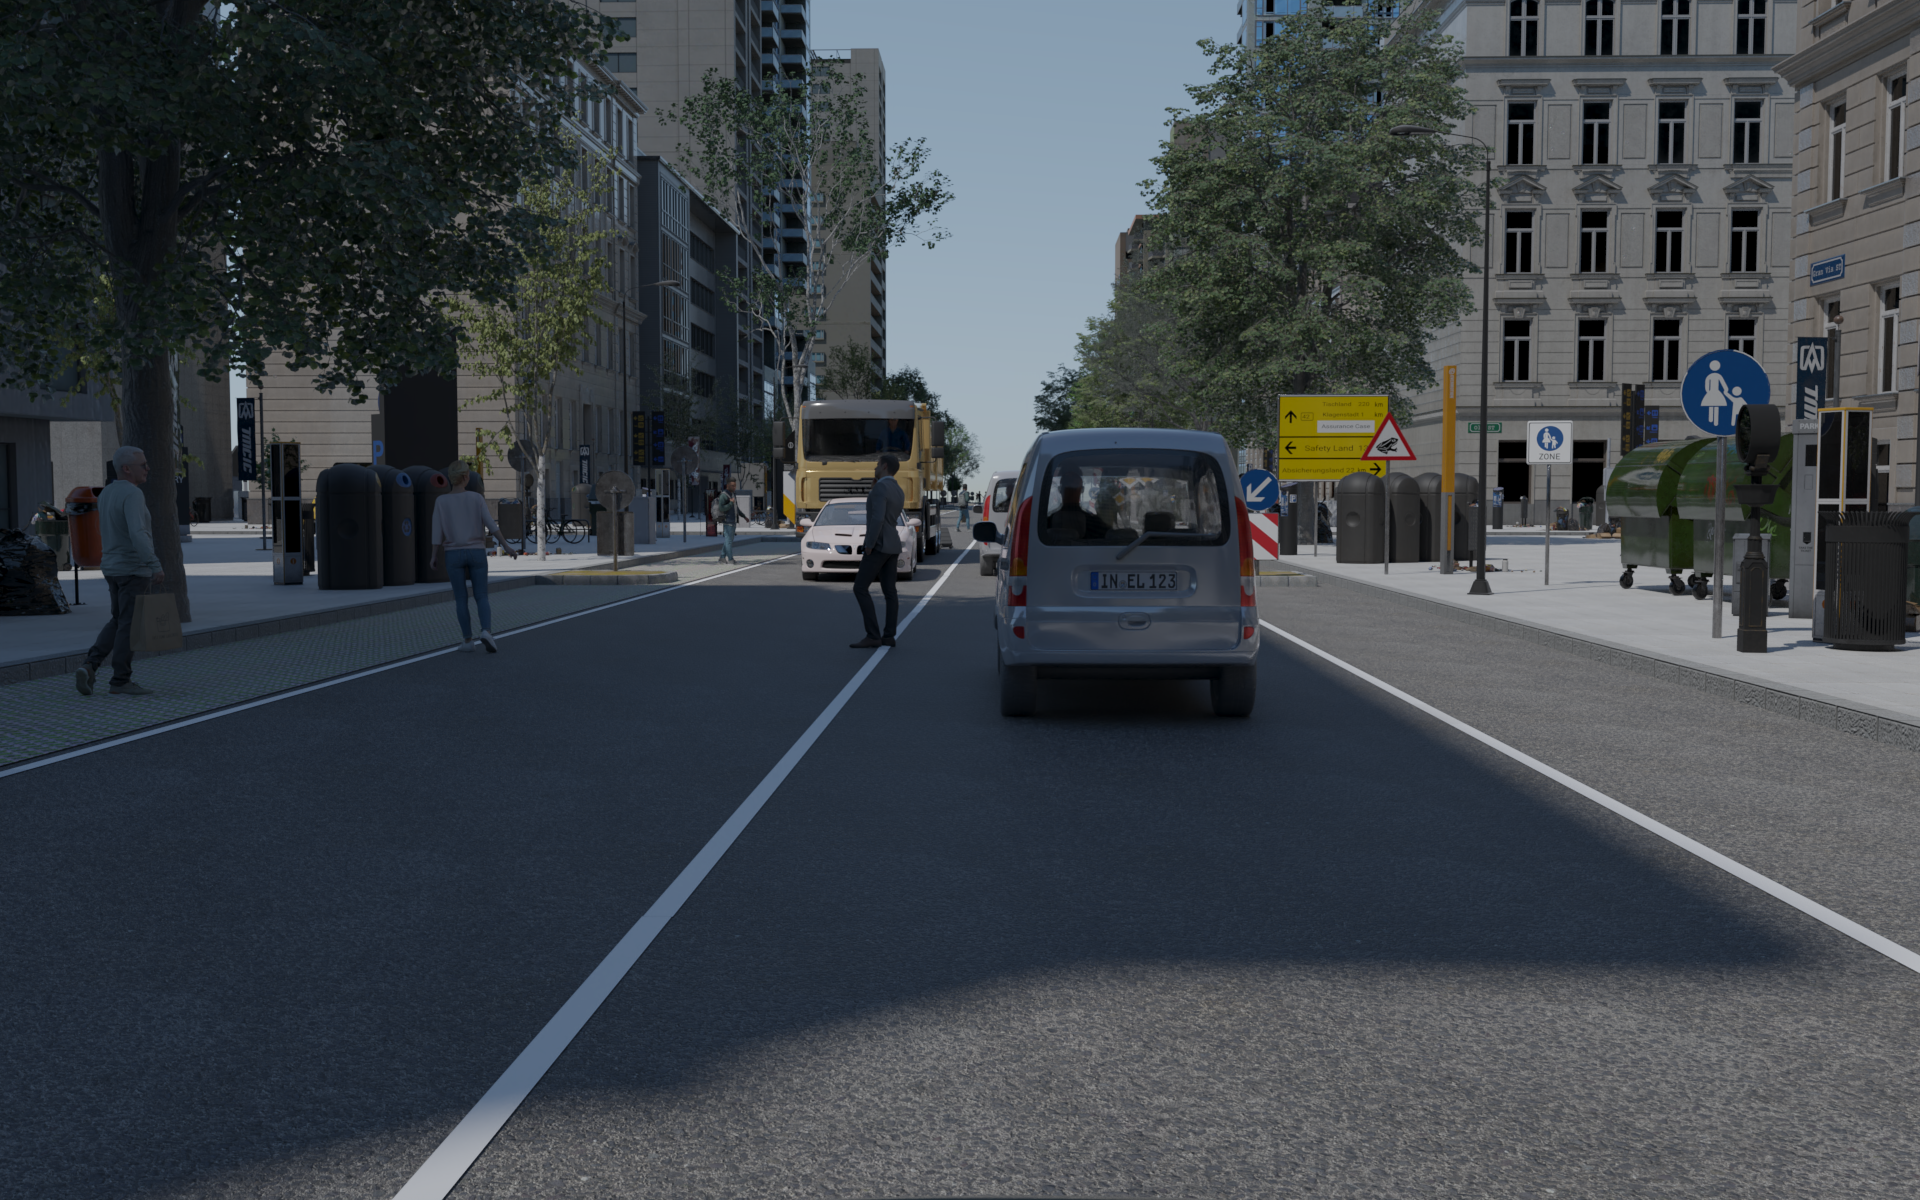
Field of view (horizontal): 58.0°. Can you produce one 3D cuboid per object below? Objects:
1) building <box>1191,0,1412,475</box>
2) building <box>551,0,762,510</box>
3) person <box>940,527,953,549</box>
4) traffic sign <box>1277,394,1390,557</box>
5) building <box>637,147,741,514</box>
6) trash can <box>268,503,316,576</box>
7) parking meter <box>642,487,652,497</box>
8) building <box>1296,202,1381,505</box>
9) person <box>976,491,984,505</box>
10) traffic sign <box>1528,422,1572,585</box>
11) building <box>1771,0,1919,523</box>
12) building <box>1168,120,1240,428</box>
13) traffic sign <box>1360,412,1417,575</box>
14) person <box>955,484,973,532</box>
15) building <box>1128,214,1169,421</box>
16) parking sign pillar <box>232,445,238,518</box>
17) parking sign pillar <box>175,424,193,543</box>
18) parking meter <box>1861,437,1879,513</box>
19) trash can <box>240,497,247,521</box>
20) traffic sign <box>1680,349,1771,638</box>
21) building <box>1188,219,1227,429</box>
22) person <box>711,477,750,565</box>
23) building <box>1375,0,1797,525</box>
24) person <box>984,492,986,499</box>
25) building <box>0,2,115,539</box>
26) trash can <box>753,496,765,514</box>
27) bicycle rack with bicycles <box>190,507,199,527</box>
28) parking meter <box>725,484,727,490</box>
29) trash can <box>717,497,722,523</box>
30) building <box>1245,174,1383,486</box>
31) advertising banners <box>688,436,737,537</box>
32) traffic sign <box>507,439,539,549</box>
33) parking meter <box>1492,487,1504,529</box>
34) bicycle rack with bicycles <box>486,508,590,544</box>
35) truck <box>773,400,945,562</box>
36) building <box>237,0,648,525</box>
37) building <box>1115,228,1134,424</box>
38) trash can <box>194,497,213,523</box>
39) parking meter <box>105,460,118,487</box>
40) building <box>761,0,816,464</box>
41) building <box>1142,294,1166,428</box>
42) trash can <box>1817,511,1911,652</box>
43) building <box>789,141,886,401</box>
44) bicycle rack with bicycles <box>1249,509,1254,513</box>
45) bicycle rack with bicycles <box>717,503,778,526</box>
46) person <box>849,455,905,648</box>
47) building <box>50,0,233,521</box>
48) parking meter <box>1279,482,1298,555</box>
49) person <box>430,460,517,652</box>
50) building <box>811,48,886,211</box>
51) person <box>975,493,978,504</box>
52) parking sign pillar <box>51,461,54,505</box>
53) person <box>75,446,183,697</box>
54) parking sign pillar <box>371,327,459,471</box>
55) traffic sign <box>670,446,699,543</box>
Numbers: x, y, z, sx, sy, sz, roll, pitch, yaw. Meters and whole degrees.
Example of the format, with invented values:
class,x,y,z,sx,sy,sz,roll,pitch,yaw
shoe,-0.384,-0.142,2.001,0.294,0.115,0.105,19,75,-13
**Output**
class,x,y,z,sx,sy,sz,roll,pitch,yaw
building,33.181,-51.454,153.952,22.319,86.520,31.000,0,4,2
building,-25.274,-43.256,145.493,20.563,71.187,20.611,0,4,2
person,-0.880,-2.253,45.558,0.699,1.804,1.509,-2,4,-35
traffic sign,7.605,-2.537,35.347,2.265,3.308,0.079,0,4,4
building,-23.455,-17.878,111.373,14.314,24.678,30.058,0,4,2
trash can,-10.458,-0.951,27.194,0.748,1.137,0.748,0,3,0
parking meter,-11.759,-3.467,65.097,0.372,1.533,0.369,0,3,0
building,25.949,-14.702,105.011,10.561,19.102,19.286,0,4,2
person,2.319,-11.906,203.180,1.348,1.822,0.705,-3,5,-43
traffic sign,8.255,-1.356,24.304,0.606,2.300,0.079,1,4,11
building,24.446,-14.084,27.540,12.463,27.353,25.104,0,4,2
building,30.077,-31.124,192.473,14.154,41.232,14.086,0,4,2
traffic sign,6.797,-1.684,27.539,0.884,2.594,0.081,0,4,3
person,0.147,-3.458,65.031,0.713,1.824,0.794,-1,4,-19
building,36.977,-37.306,264.580,22.147,44.769,28.867,0,4,2
parking sign pillar,-40.104,-6.525,95.163,1.447,3.967,1.447,0,4,2
parking sign pillar,-21.153,-3.508,45.834,1.447,3.967,1.447,3,5,43
parking meter,7.866,-0.588,15.329,0.399,1.863,0.255,0,4,-8
trash can,-33.421,-4.264,81.376,0.748,1.137,0.748,0,3,0
traffic sign,6.738,-0.932,15.340,0.768,2.556,0.104,0,4,6
building,30.319,-24.867,178.275,14.160,30.474,14.107,0,4,2
person,-4.629,-1.588,34.809,0.721,1.781,0.623,0,4,5
building,42.060,-18.400,77.259,44.131,29.872,17.030,0,4,2
person,2.895,-11.662,199.850,0.721,1.739,1.217,-2,4,-24
building,-25.683,-16.018,33.599,14.107,30.474,14.160,0,4,2
trash can,-12.683,-5.964,109.159,0.748,1.137,0.748,0,3,0
bicycle rack with bicycles,-31.761,-3.351,68.172,2.925,0.926,2.852,3,5,40
parking meter,-13.113,-5.661,98.270,0.255,1.863,0.399,-3,5,-40
trash can,-10.405,-3.946,76.166,0.748,1.137,0.748,0,3,0
building,26.571,-18.077,124.445,11.050,23.489,19.941,0,4,2
advertising banners,-7.464,-3.418,52.070,2.074,3.025,0.090,3,5,40
traffic sign,-10.158,-2.457,40.284,0.768,2.556,0.104,0,4,6
parking meter,19.534,-3.332,62.888,0.372,1.533,0.369,0,3,0
bicycle rack with bicycles,-10.917,-1.948,45.240,2.925,0.926,2.852,2,4,27
truck,-1.890,-2.604,38.503,3.469,3.379,9.791,0,4,2
building,-23.723,-17.523,83.757,12.463,27.353,25.104,0,4,2
building,32.861,-38.918,286.415,14.600,45.320,14.200,0,4,2
trash can,-33.721,-4.010,77.223,0.748,1.137,0.748,0,3,0
parking meter,-12.631,-1.248,26.113,0.399,1.863,0.255,0,4,-3
building,-25.375,-52.529,171.512,22.319,86.520,31.000,0,4,2
building,31.810,-28.804,242.638,14.160,30.474,14.107,0,4,2
trash can,7.470,-0.161,14.284,0.748,1.137,0.748,0,3,0
building,-22.223,-37.760,241.077,21.300,48.544,21.600,0,4,2
bicycle rack with bicycles,17.007,-4.753,91.097,2.852,0.926,2.925,-2,4,-32
bicycle rack with bicycles,-8.807,-3.487,70.395,2.925,0.926,2.852,-2,4,-29
person,-0.767,-0.462,16.239,0.473,1.802,0.592,3,4,38
building,-45.474,-15.892,77.855,19.932,24.808,12.078,0,4,2
parking meter,6.900,-1.708,36.341,0.372,1.533,0.369,0,3,0
person,-4.381,-0.400,15.712,0.731,1.740,0.598,-2,4,-31
building,-20.412,-51.702,283.572,20.563,71.187,20.611,0,4,2
person,2.358,-14.624,249.073,0.593,1.643,0.415,1,4,14
parking sign pillar,-57.576,-7.284,107.570,1.447,3.967,1.447,1,4,23
person,-5.821,-0.190,12.098,0.782,1.767,0.515,3,5,40
parking sign pillar,-8.677,-2.393,27.600,1.447,3.967,1.447,3,5,42
traffic sign,-7.290,-2.795,45.800,0.768,2.556,0.104,1,4,9
